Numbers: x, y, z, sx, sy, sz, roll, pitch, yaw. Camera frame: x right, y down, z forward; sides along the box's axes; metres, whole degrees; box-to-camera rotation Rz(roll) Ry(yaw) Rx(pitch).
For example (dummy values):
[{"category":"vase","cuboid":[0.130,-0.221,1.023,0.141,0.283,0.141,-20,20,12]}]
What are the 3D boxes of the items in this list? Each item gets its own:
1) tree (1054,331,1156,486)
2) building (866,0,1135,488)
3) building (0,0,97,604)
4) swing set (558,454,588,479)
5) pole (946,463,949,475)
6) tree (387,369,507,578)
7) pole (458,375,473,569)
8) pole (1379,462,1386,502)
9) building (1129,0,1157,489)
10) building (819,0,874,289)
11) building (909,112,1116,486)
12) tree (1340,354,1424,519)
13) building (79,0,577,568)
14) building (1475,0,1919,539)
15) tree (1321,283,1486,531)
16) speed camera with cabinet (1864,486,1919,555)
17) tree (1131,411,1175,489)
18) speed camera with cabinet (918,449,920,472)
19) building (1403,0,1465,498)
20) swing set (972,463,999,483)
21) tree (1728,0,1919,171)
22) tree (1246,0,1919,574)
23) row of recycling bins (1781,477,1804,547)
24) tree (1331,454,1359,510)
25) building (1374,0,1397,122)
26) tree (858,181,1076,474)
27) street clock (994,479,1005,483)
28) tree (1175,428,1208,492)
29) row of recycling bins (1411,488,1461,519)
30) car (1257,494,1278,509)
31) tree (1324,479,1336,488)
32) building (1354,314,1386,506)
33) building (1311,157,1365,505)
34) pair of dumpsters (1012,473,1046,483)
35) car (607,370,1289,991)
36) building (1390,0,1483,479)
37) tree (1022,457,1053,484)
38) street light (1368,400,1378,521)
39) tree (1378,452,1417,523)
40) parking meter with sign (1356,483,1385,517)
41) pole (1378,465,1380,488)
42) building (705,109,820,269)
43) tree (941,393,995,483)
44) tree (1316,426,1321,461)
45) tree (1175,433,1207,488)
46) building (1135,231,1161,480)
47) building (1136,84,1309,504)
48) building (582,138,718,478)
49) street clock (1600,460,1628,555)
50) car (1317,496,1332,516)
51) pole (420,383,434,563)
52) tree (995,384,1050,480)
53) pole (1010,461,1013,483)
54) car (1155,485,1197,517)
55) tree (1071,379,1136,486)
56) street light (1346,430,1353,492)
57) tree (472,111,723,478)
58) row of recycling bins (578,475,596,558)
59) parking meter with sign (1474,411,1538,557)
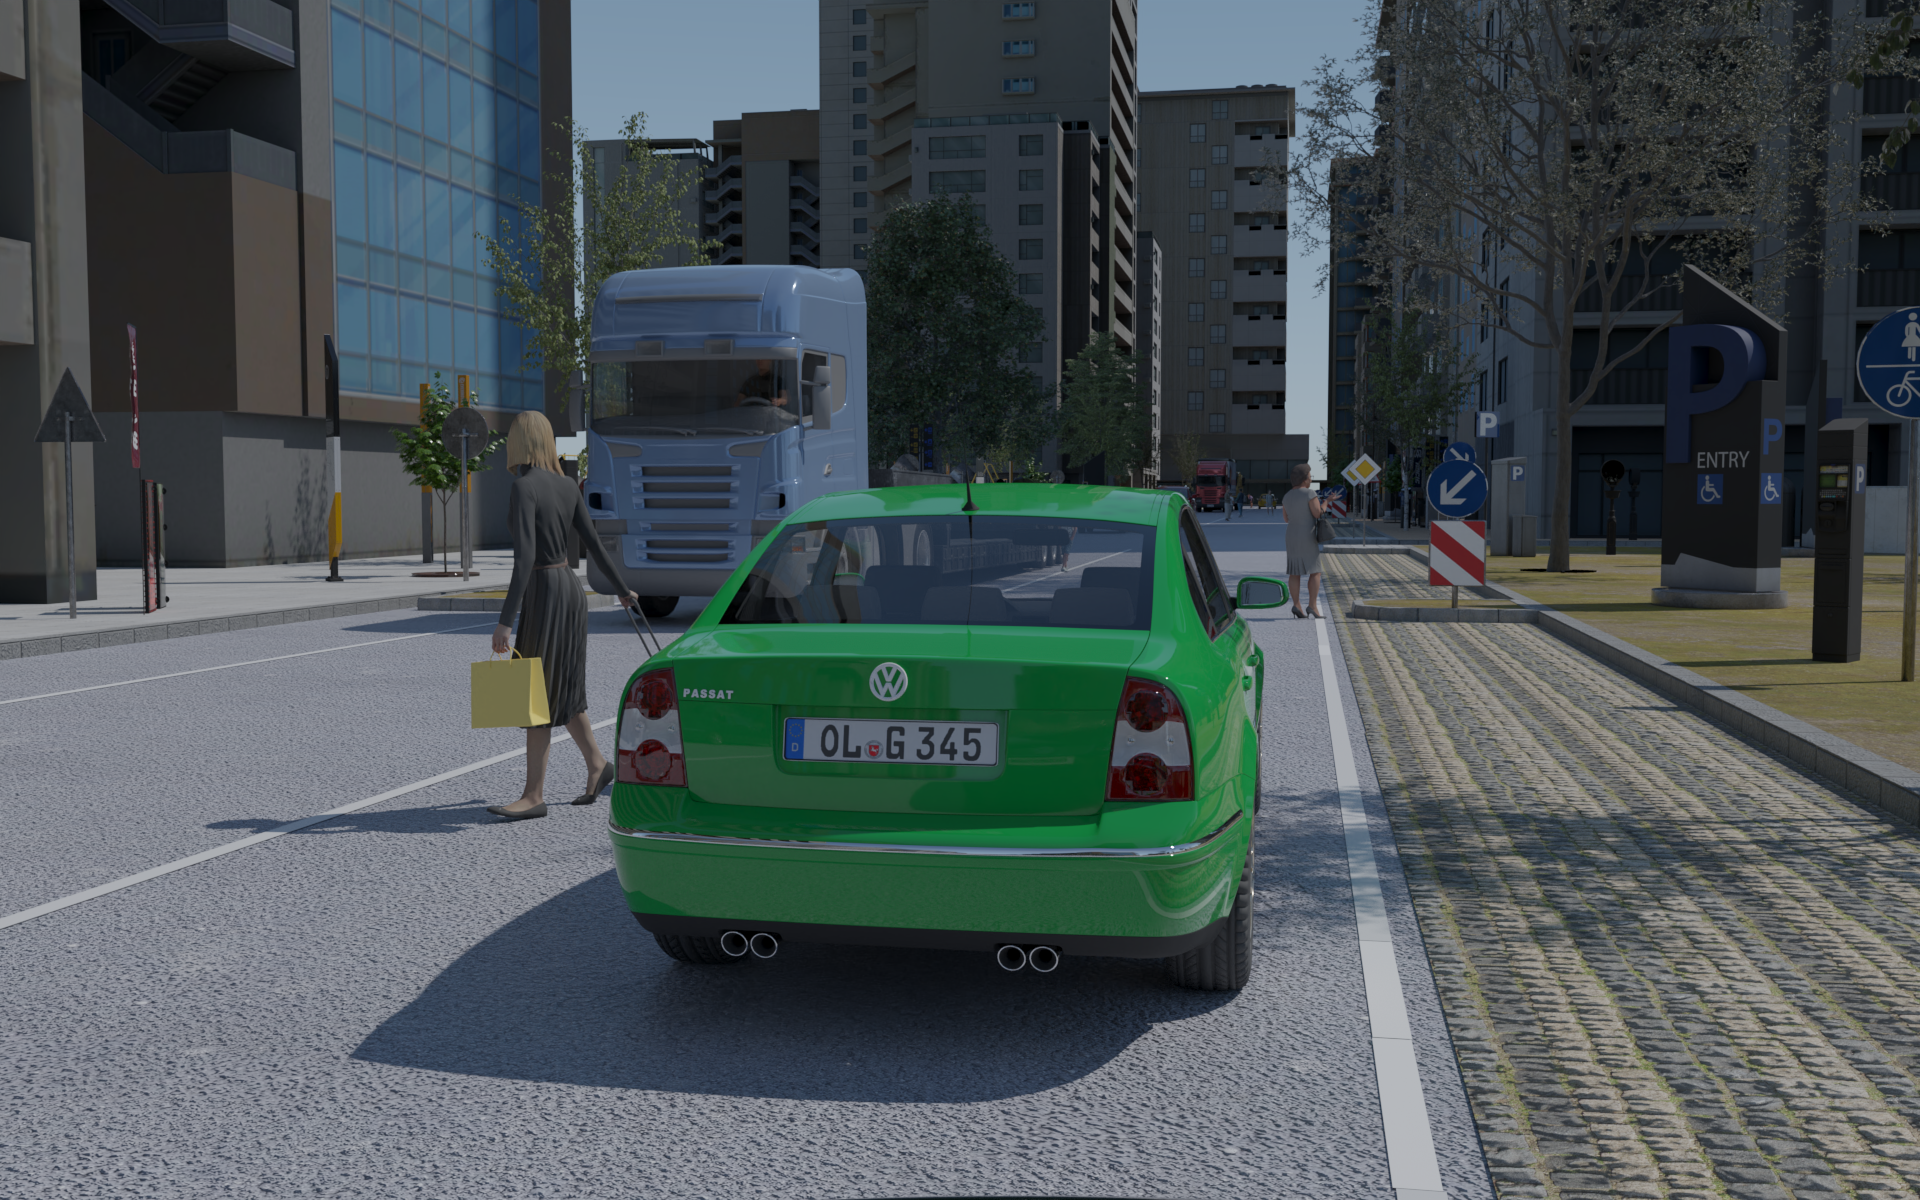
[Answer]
[{"category":"tree","cuboid":[10.038,-12.425,121.278,7.486,12.596,7.792,0,3,0]},{"category":"building","cuboid":[3.688,-32.361,152.803,21.300,48.544,21.600,1,4,11]},{"category":"building","cuboid":[-22.904,-23.702,11.233,21.300,48.544,21.600,1,4,11]},{"category":"swing set","cuboid":[-15.283,-4.408,69.692,2.862,2.851,3.119,1,4,16]},{"category":"pole","cuboid":[-0.807,-7.413,115.044,0.158,3.312,0.155,0,3,0]},{"category":"tree","cuboid":[-8.169,-1.984,27.044,1.663,3.219,1.824,0,3,0]},{"category":"pole","cuboid":[-8.505,-2.197,29.760,0.158,3.312,0.155,0,3,0]},{"category":"pole","cuboid":[24.140,-6.403,98.539,0.158,3.312,0.155,0,3,0]},{"category":"building","cuboid":[9.238,-44.938,172.995,20.563,71.187,20.611,1,4,11]},{"category":"building","cuboid":[-2.858,-46.057,191.279,20.611,71.187,20.563,1,4,11]},{"category":"building","cuboid":[4.398,-22.224,135.062,14.160,30.474,14.107,1,4,11]},{"category":"tree","cuboid":[22.148,-8.581,90.656,4.360,8.622,3.978,0,3,0]},{"category":"building","cuboid":[-17.874,-23.645,36.708,14.200,45.320,14.600,1,4,11]},{"category":"building","cuboid":[28.614,-37.738,55.265,20.611,71.187,20.563,1,4,11]},{"category":"tree","cuboid":[15.717,-6.717,60.185,4.737,8.622,4.395,0,3,0]},{"category":"speed camera with cabinet","cuboid":[19.427,-2.612,37.038,0.660,3.252,2.038,-3,4,-38]},{"category":"tree","cuboid":[15.614,-12.060,147.537,4.360,8.622,3.978,0,3,0]},{"category":"speed camera with cabinet","cuboid":[-1.757,-5.065,77.152,0.660,3.252,2.038,1,4,18]},{"category":"building","cuboid":[39.111,-29.694,105.102,23.786,49.044,30.456,1,4,11]},{"category":"swing set","cuboid":[1.354,-5.516,87.808,2.862,2.851,3.119,0,4,8]},{"category":"tree","cuboid":[5.391,-3.499,7.574,4.360,8.622,3.978,0,3,0]},{"category":"tree","cuboid":[9.987,-7.198,28.055,12.009,13.543,11.850,0,3,0]},{"category":"row of recycling bins","cuboid":[18.340,-2.012,40.016,3.534,1.692,1.069,2,4,27]},{"category":"tree","cuboid":[31.743,-9.572,140.218,4.285,4.588,4.351,0,3,0]},{"category":"building","cuboid":[47.091,-30.275,149.624,22.147,44.769,28.867,1,4,11]},{"category":"tree","cuboid":[-0.816,-8.994,64.053,9.611,12.733,9.660,0,3,0]},{"category":"street clock","cuboid":[1.864,-4.725,81.824,0.471,2.002,0.358,-2,4,-25]},{"category":"tree","cuboid":[25.044,-14.797,192.297,4.360,8.622,3.978,0,3,0]},{"category":"row of recycling bins","cuboid":[24.021,-5.026,89.287,3.534,1.692,1.069,0,4,6]},{"category":"car","cuboid":[29.535,-9.551,166.384,2.015,1.641,3.980,1,4,11]},{"category":"tree","cuboid":[39.168,-11.402,181.016,1.663,3.219,1.824,0,3,0]},{"category":"building","cuboid":[55.184,-20.373,178.132,27.650,21.520,28.899,1,4,11]},{"category":"building","cuboid":[58.799,-34.346,216.179,28.867,44.769,22.147,1,4,11]},{"category":"pair of dumpsters","cuboid":[3.157,-4.687,79.134,1.574,2.255,4.437,1,4,11]},{"category":"car","cuboid":[0.236,0.141,6.489,1.959,1.807,4.718,1,4,11]},{"category":"building","cuboid":[39.779,-29.293,129.053,14.600,45.320,14.200,1,4,11]},{"category":"tree","cuboid":[3.386,-5.410,83.049,1.663,3.219,1.824,0,3,0]},{"category":"street light","cuboid":[19.984,-6.787,83.752,0.468,5.910,1.993,1,4,11]},{"category":"tree","cuboid":[19.155,-5.012,76.543,1.663,3.219,1.824,0,3,0]},{"category":"parking meter with sign","cuboid":[22.943,-6.142,96.685,1.738,3.016,0.543,3,4,39]},{"category":"pole","cuboid":[29.122,-7.735,120.312,0.158,3.312,0.155,0,3,0]},{"category":"building","cuboid":[-20.086,-33.575,199.063,14.200,45.320,14.600,1,4,11]},{"category":"tree","cuboid":[-0.702,-9.140,99.808,4.737,8.622,4.395,0,3,0]},{"category":"tree","cuboid":[37.612,-13.613,172.941,4.737,8.622,4.395,0,3,0]},{"category":"tree","cuboid":[27.004,-15.444,202.870,4.737,8.622,4.395,0,3,0]},{"category":"building","cuboid":[15.106,-25.751,192.733,14.107,30.474,14.160,1,4,11]},{"category":"building","cuboid":[31.476,-38.872,224.800,27.495,52.752,28.713,1,4,11]},{"category":"building","cuboid":[-34.584,-31.697,201.841,14.086,41.232,14.154,1,4,11]},{"category":"street clock","cuboid":[13.721,-1.950,36.451,0.471,2.002,0.358,1,4,16]},{"category":"car","cuboid":[23.069,-6.026,111.105,1.945,1.354,3.894,1,4,10]},{"category":"pole","cuboid":[-9.869,-2.336,32.044,0.158,3.312,0.155,0,3,0]},{"category":"tree","cuboid":[4.047,-10.000,113.864,4.737,8.622,4.395,0,3,0]},{"category":"pole","cuboid":[3.173,-6.950,107.471,0.158,3.312,0.155,0,3,0]},{"category":"car","cuboid":[9.415,-4.176,76.948,2.281,1.827,5.304,1,4,11]},{"category":"tree","cuboid":[9.221,-9.852,111.435,4.737,8.622,4.395,0,3,0]},{"category":"street light","cuboid":[27.648,-9.186,122.984,0.468,5.910,1.993,1,4,11]},{"category":"tree","cuboid":[-6.687,-5.038,32.742,4.737,8.622,4.395,0,3,0]},{"category":"row of recycling bins","cuboid":[-7.624,-1.707,35.024,3.534,1.692,1.069,2,4,32]},{"category":"parking meter with sign","cuboid":[11.335,-2.421,35.844,0.543,3.016,1.738,-1,4,-15]}]
